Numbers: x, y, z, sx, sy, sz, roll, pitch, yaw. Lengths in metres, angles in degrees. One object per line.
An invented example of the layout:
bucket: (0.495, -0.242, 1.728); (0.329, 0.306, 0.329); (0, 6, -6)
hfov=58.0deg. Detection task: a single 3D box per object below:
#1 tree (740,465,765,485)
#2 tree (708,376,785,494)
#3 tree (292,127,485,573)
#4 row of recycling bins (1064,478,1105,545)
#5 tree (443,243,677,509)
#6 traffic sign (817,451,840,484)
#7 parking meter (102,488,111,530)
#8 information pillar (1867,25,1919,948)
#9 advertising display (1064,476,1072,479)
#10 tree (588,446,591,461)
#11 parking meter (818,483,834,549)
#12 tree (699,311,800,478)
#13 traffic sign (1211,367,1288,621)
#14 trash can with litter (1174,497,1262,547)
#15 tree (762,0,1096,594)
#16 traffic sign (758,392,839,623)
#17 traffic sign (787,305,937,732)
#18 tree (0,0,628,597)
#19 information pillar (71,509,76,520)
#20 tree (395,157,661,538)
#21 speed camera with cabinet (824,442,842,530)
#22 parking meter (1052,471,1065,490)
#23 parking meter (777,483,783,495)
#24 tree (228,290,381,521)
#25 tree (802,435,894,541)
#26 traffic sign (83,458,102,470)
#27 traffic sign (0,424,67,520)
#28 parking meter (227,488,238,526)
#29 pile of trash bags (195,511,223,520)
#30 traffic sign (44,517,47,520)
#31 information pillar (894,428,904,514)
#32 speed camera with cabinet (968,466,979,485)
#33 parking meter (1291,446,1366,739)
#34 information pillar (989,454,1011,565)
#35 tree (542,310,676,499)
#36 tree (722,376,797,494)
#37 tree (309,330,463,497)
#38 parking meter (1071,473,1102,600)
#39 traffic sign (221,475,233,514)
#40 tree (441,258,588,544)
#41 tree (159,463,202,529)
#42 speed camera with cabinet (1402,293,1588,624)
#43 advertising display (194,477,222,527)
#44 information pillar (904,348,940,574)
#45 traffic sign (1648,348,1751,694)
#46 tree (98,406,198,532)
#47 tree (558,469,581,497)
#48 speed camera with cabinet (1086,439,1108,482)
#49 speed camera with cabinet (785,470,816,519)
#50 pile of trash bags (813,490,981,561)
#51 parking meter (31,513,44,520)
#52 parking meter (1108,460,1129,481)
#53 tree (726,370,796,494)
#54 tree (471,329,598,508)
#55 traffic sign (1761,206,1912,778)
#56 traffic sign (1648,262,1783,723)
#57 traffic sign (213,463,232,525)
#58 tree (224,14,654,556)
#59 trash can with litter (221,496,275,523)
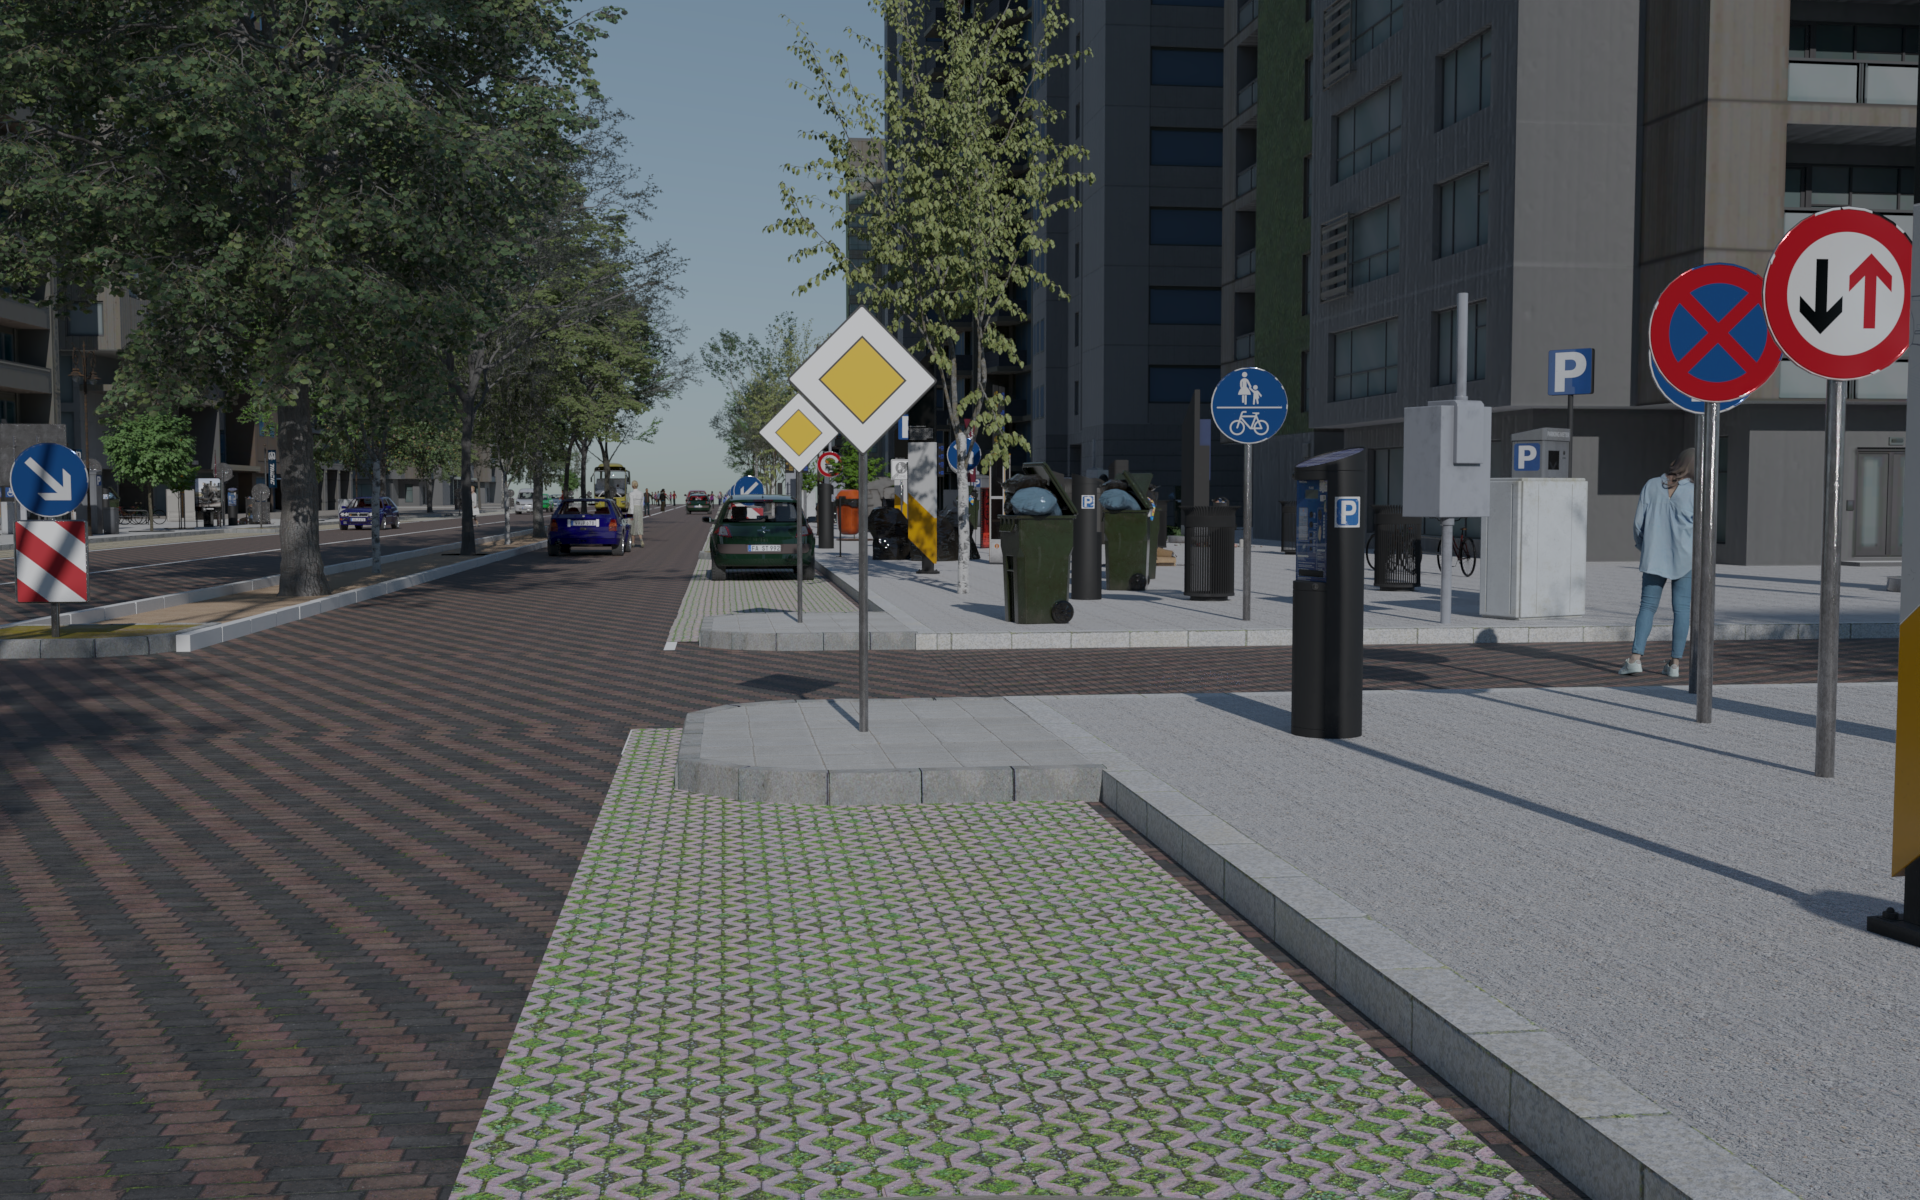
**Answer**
tree: (-22.820, -12.641, 190.389); (4.285, 4.588, 4.351); (0, 3, 0)
tree: (-15.258, -12.344, 136.233); (8.767, 10.594, 7.601); (-3, 4, -36)
tree: (-10.609, -4.797, 31.252); (4.737, 8.622, 4.395); (0, 3, 0)
row of recycling bins: (2.558, -2.336, 45.313); (1.069, 1.692, 3.534); (-3, 4, -38)
tree: (-14.653, -7.759, 63.725); (8.767, 10.594, 7.601); (0, 4, -8)
traffic sign: (-3.889, -3.165, 51.851); (0.768, 2.556, 0.104); (0, 4, -4)
parking meter: (-30.892, -3.318, 62.666); (0.372, 1.533, 0.369); (0, 3, 0)
information pillar: (2.816, -0.820, 4.758); (0.183, 3.616, 0.504); (-1, 4, -15)
advertising display: (3.717, -3.534, 62.999); (0.974, 1.923, 0.123); (0, 4, 0)
tree: (-50.700, -16.986, 228.088); (4.360, 8.622, 3.978); (0, 3, 0)
parking meter: (-3.150, -1.977, 40.739); (0.372, 1.533, 0.369); (0, 3, 0)
tree: (-19.591, -19.700, 177.991); (12.611, 20.169, 13.585); (0, 3, 0)
traffic sign: (2.906, -1.063, 17.489); (0.768, 2.556, 0.104); (0, 4, 2)
trash can with litter: (6.172, -1.907, 42.237); (1.678, 1.210, 2.233); (-2, 4, -34)
tree: (-0.123, -4.373, 21.853); (4.737, 8.622, 4.395); (0, 3, 0)
traffic sign: (-1.598, -0.829, 17.204); (0.795, 2.450, 0.064); (0, 4, -8)
traffic sign: (-0.523, -0.346, 9.292); (0.795, 2.450, 0.064); (0, 4, -8)
tree: (-9.198, -7.016, 23.830); (9.857, 13.997, 8.962); (0, 3, 0)
information pillar: (-40.808, -4.611, 79.877); (0.304, 2.012, 0.304); (-3, 5, -42)
tree: (-13.553, -8.261, 55.646); (7.486, 12.596, 7.792); (0, 3, 0)
speed camera with cabinet: (-4.248, -4.190, 62.848); (0.660, 3.252, 2.038); (-2, 4, -29)
parking meter: (2.386, -2.278, 42.954); (0.399, 1.863, 0.255); (-1, 4, -16)
parking meter: (-9.240, -5.087, 88.881); (0.255, 1.863, 0.399); (-1, 4, -9)
tree: (-30.811, -9.529, 81.562); (9.928, 11.665, 9.643); (0, 3, 0)
tree: (-3.030, -3.245, 47.663); (1.663, 3.219, 1.824); (0, 3, 0)
traffic sign: (-31.082, -3.783, 61.955); (0.768, 2.556, 0.104); (0, 4, -7)
traffic sign: (-27.083, -3.448, 50.242); (2.265, 3.308, 0.079); (0, 4, -5)
parking meter: (-29.582, -3.794, 70.437); (0.372, 1.533, 0.369); (0, 3, 0)
pile of trash bags: (-38.611, -4.722, 86.955); (3.447, 1.369, 1.912); (2, 4, 30)
traffic sign: (-27.477, -3.174, 51.999); (0.768, 2.556, 0.104); (0, 4, -1)
information pillar: (-1.739, -3.749, 52.645); (0.504, 3.616, 0.183); (0, 4, 5)
speed camera with cabinet: (0.468, -4.656, 70.466); (0.660, 3.252, 2.038); (0, 4, 2)
parking meter: (1.957, -0.049, 9.206); (0.372, 1.533, 0.369); (0, 3, 0)
information pillar: (0.725, -1.657, 31.581); (0.304, 2.012, 0.304); (1, 4, 22)
tree: (-17.575, -9.632, 85.693); (9.928, 11.665, 9.643); (0, 3, 0)
tree: (-17.056, -13.988, 154.454); (9.928, 11.665, 9.643); (0, 3, 0)
tree: (-33.048, -11.137, 99.094); (9.611, 12.733, 9.660); (0, 3, 0)
parking meter: (1.541, -0.774, 21.073); (0.372, 1.533, 0.369); (0, 3, 0)
traffic sign: (-30.540, -4.323, 71.864); (0.795, 2.450, 0.064); (0, 4, -5)
tree: (-12.740, -5.849, 48.447); (4.360, 8.622, 3.978); (0, 3, 0)
tree: (-28.387, -4.190, 63.115); (1.663, 3.219, 1.824); (0, 3, 0)
speed camera with cabinet: (5.466, -1.425, 17.635); (2.038, 3.252, 0.660); (-2, 4, -28)
advertising display: (-29.166, -3.790, 67.184); (0.974, 1.923, 0.123); (-1, 4, -17)
information pillar: (-0.590, -2.228, 27.776); (0.504, 3.616, 0.183); (2, 4, 25)
traffic sign: (4.735, -0.671, 11.076); (0.768, 2.556, 0.104); (0, 4, -3)
tree: (-27.582, -4.608, 59.055); (4.285, 4.588, 4.351); (0, 3, 0)
tree: (-48.691, -14.184, 215.625); (4.285, 4.588, 4.351); (0, 3, 0)
speed camera with cabinet: (4.459, -4.110, 61.542); (0.660, 3.252, 2.038); (3, 5, 44)
speed camera with cabinet: (-8.010, -5.701, 87.554); (0.660, 3.252, 2.038); (-2, 4, -33)
pile of trash bags: (-1.212, -1.510, 34.442); (3.447, 1.369, 1.912); (3, 5, 40)
parking meter: (-28.783, -2.959, 54.091); (0.399, 1.863, 0.255); (1, 4, 9)
parking meter: (2.724, -1.475, 29.836); (0.255, 1.863, 0.399); (-1, 4, -14)
tree: (-11.388, -9.593, 107.207); (4.360, 8.622, 3.978); (0, 3, 0)
tree: (-41.811, -18.542, 159.057); (12.611, 20.169, 13.585); (0, 3, 0)
traffic sign: (3.927, -0.470, 7.789); (0.768, 2.556, 0.104); (0, 4, -5)
traffic sign: (4.176, -0.583, 9.644); (0.768, 2.556, 0.104); (0, 4, 0)
traffic sign: (-30.081, -4.316, 70.677); (0.768, 2.556, 0.104); (0, 4, -5)
tree: (-11.477, -7.776, 39.963); (12.009, 13.543, 11.850); (0, 3, 0)
trash can with litter: (-32.034, -4.072, 77.642); (2.233, 1.210, 1.678); (1, 4, 18)
